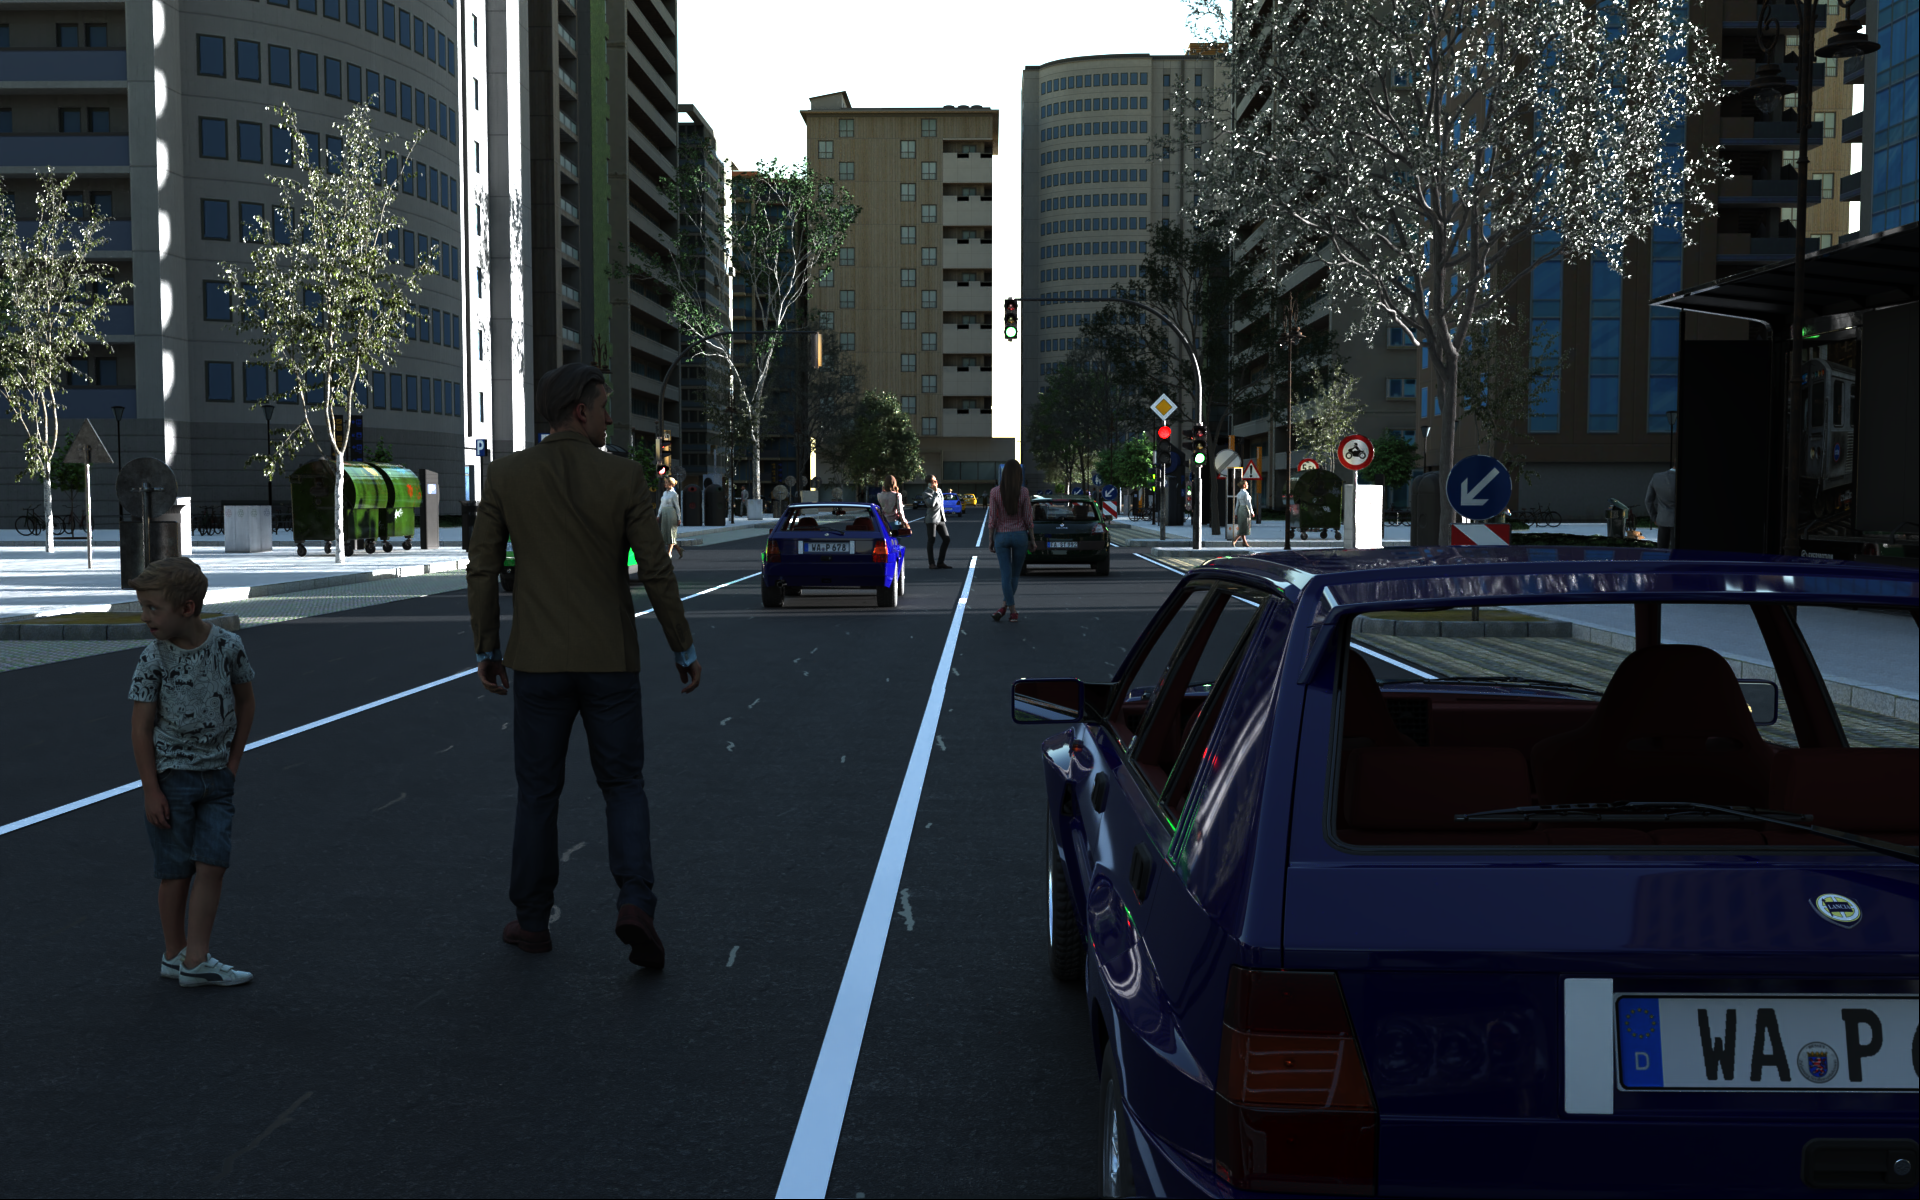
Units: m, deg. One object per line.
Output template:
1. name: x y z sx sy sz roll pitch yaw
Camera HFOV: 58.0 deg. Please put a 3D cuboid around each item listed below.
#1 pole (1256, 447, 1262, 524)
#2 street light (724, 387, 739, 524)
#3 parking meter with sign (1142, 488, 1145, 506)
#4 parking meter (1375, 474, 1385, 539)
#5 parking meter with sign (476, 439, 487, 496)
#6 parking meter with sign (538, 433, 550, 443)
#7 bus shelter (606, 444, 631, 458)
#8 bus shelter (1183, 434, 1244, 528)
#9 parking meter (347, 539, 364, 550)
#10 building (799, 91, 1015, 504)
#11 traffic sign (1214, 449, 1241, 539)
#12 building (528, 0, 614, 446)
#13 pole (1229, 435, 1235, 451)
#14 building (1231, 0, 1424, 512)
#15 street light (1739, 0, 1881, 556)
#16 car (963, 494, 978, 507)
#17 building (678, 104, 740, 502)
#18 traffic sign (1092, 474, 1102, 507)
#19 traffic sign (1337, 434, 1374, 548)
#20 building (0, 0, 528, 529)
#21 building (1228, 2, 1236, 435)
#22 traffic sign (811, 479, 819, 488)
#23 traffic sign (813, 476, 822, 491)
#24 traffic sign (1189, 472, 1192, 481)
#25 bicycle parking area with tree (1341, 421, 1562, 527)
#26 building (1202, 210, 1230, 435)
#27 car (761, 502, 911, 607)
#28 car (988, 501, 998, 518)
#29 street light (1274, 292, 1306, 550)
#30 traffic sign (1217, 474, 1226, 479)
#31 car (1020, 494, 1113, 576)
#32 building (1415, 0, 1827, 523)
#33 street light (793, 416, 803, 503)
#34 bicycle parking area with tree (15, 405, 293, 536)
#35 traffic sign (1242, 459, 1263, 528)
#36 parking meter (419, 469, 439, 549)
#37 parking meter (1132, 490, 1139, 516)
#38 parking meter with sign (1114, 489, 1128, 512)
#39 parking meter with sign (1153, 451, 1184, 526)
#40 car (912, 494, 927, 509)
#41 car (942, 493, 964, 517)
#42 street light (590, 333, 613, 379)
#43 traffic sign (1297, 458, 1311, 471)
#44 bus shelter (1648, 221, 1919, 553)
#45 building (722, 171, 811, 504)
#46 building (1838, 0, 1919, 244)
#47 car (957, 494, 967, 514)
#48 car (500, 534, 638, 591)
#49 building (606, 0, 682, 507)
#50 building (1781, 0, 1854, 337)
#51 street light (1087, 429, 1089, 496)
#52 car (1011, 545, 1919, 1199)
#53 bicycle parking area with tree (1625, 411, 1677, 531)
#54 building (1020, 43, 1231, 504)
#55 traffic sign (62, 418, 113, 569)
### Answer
1. pole: 12.881 -4.941 74.621 0.158 3.312 0.155 0 3 0
2. street light: -9.887 -6.259 75.116 0.468 5.910 1.993 0 4 1
3. parking meter with sign: 13.245 -7.752 123.008 0.543 3.016 1.738 2 4 24
4. parking meter: 12.134 -2.714 50.092 0.255 1.863 0.399 1 4 18
5. parking meter with sign: -14.573 -3.622 55.485 0.543 3.016 1.738 3 5 43
6. parking meter with sign: -11.521 -3.215 48.824 0.543 3.016 1.738 -1 4 -19
7. bus shelter: -14.270 -4.492 67.366 2.014 3.302 5.546 0 4 1
8. bus shelter: 10.090 -4.760 69.115 1.731 3.624 6.357 0 4 1
9. parking meter: -13.969 -2.095 39.969 0.255 1.863 0.399 1 4 17
10. building: -6.350 -39.494 234.973 27.495 52.752 28.713 0 4 1
11. traffic sign: 7.590 -3.004 49.223 0.768 2.556 0.104 0 4 5
12. building: -29.578 -25.747 104.555 14.154 41.232 14.086 0 4 1
13. pole: 9.414 -4.052 60.101 0.158 3.312 0.155 0 3 0
14. building: 34.072 -31.512 138.924 21.300 48.544 21.600 0 4 1
15. street light: 7.078 -2.558 14.610 0.468 5.910 1.993 0 4 1
16. car: 1.016 -11.565 199.313 2.015 1.641 3.980 0 4 0
17. building: -34.777 -29.226 169.725 23.993 40.220 32.217 0 4 1
18. traffic sign: 8.728 -6.679 109.312 0.768 2.556 0.104 0 4 6
19. traffic sign: 8.416 -2.251 36.910 0.768 2.556 0.104 0 4 7
20. building: -32.934 -32.599 74.990 21.231 58.520 28.212 0 4 1
21. building: 34.319 -44.101 159.298 20.563 71.187 20.611 0 4 1
22. traffic sign: -10.086 -7.242 120.534 0.606 2.300 0.079 0 4 3
23. traffic sign: -10.251 -7.578 124.013 0.768 2.556 0.104 1 4 9
24. traffic sign: 12.537 -5.616 91.932 0.768 2.556 0.104 0 4 6
25. bicycle parking area with tree: 19.546 -5.089 70.201 9.016 4.147 8.231 1 4 17
26. building: 31.668 -24.845 177.919 14.160 30.474 14.107 0 4 1
27. car: -1.648 -0.656 23.305 1.945 1.354 3.894 0 4 0
28. car: 2.487 -4.755 86.782 2.155 1.783 4.494 0 3 0
29. street light: 7.560 -4.099 39.807 0.468 5.910 1.993 0 4 1
30. traffic sign: 9.515 -3.752 61.347 0.884 2.594 0.081 0 4 4
31. car: 1.836 -1.350 31.860 2.009 1.686 4.222 0 4 2
32. building: 30.551 -26.420 82.071 14.600 45.320 14.200 0 4 1
33. street light: -9.383 -7.811 100.492 0.468 5.910 1.993 0 4 1
34. bicycle parking area with tree: -24.950 -4.230 56.159 8.231 4.147 9.016 1 4 20
35. traffic sign: 10.928 -3.980 65.079 0.884 2.594 0.081 0 4 5
36. parking meter: -12.358 -2.119 40.351 0.255 1.863 0.399 3 5 40
37. parking meter: 10.377 -5.744 102.323 0.372 1.533 0.369 0 3 0
38. parking meter with sign: 11.001 -7.692 122.023 1.738 3.016 0.543 1 4 18
39. parking meter with sign: 8.456 -4.509 69.980 0.543 3.016 1.738 3 4 36
40. car: -3.505 -9.371 163.006 2.009 1.686 4.222 0 4 2
41. car: -0.733 -6.091 109.173 1.945 1.707 3.694 0 4 1
42. street light: -10.371 -4.720 49.963 0.468 5.910 1.993 0 4 1
43. traffic sign: 12.337 -3.748 61.393 0.768 2.556 0.104 1 4 9
44. bus shelter: 9.145 -1.636 18.027 1.731 3.624 6.357 0 4 1
45. building: -34.585 -35.349 232.577 28.867 44.769 22.147 0 4 1
46. building: 45.031 -25.522 67.390 14.200 45.320 14.600 0 4 1
47. car: -0.461 -7.179 127.597 2.015 1.641 3.980 0 4 -1
48. car: -5.884 -1.113 26.992 1.959 1.807 4.718 0 4 0
49. building: -34.282 -31.234 134.378 21.300 48.544 21.600 0 4 1
50. building: 67.183 -35.465 169.099 27.495 52.752 28.713 0 4 1
51. street light: 9.058 -9.150 122.395 0.468 5.910 1.993 0 4 1
52. car: 1.097 0.528 3.942 1.945 1.354 3.894 0 4 1
53. bicycle parking area with tree: 26.822 -4.372 58.488 9.016 4.147 8.231 -3 5 -42
54. building: 22.309 -42.084 230.064 28.212 58.520 21.231 0 4 1
55. traffic sign: -14.991 -1.821 29.772 0.884 2.594 0.081 0 4 2
